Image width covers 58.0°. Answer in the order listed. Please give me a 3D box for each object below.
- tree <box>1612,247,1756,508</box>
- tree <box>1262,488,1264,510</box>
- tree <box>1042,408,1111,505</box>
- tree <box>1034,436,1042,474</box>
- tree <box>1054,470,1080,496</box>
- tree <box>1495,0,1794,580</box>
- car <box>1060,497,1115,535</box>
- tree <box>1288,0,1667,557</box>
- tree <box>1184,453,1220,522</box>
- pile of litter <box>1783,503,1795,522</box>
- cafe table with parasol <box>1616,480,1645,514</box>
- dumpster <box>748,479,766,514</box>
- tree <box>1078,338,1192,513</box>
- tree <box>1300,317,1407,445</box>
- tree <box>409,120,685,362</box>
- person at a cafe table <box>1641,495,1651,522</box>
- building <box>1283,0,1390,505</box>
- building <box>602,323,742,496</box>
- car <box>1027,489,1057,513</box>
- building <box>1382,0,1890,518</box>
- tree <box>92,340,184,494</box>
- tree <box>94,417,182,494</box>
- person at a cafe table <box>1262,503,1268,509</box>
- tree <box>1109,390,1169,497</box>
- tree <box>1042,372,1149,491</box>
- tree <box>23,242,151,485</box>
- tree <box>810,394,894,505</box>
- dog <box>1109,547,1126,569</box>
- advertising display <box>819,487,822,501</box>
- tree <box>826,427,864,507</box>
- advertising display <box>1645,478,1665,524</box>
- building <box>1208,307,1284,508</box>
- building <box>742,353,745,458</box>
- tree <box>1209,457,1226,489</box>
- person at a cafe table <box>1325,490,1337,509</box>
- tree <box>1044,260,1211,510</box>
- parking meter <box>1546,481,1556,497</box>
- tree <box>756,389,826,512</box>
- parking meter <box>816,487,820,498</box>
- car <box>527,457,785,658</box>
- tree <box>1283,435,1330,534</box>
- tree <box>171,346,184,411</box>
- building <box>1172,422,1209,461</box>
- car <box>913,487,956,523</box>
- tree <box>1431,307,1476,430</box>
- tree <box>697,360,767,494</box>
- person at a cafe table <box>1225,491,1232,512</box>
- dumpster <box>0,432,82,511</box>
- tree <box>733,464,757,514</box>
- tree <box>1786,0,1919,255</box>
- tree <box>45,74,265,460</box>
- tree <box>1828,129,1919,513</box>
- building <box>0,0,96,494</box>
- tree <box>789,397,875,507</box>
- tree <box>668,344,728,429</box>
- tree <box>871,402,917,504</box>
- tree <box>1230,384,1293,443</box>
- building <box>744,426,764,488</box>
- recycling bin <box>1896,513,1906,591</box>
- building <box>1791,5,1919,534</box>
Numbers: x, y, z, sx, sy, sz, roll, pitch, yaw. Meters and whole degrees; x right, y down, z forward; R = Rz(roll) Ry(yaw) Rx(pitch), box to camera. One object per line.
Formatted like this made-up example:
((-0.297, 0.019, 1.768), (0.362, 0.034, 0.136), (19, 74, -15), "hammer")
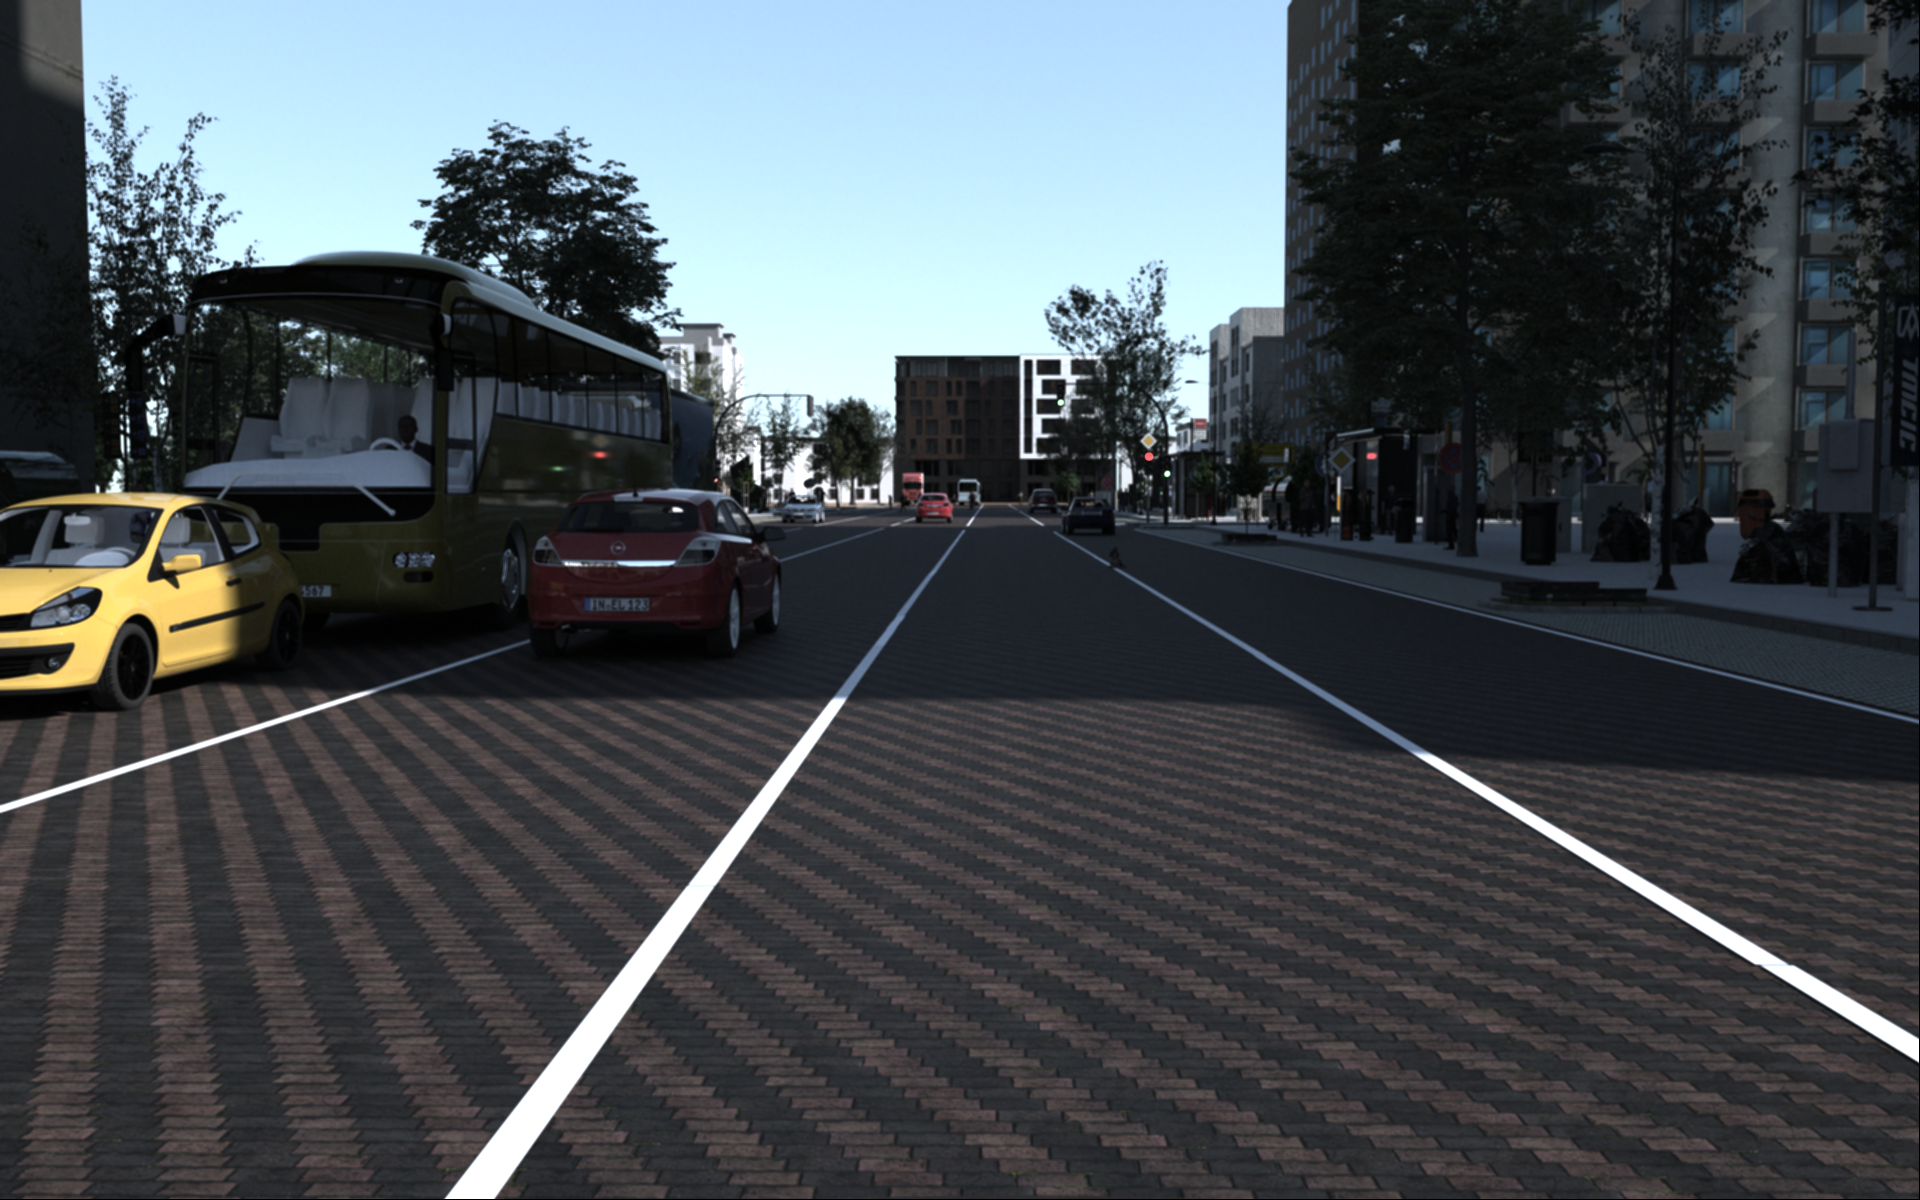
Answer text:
((21.148, -6.118, 50.398), (4.737, 8.622, 4.395), (0, 3, 0), "tree")
((24.827, -9.726, 142.726), (4.285, 4.588, 4.351), (0, 3, 0), "tree")
((13.229, -15.527, 188.280), (7.601, 10.594, 8.767), (0, 4, 6), "tree")
((12.583, -16.489, 203.999), (7.601, 10.594, 8.767), (1, 4, 22), "tree")
((13.456, -14.251, 216.711), (4.285, 4.588, 4.351), (0, 3, 0), "tree")
((10.415, -4.625, 25.983), (4.360, 8.622, 3.978), (0, 3, 0), "tree")
((4.606, -3.043, 62.337), (1.945, 1.354, 3.894), (0, 3, 0), "car")
((10.110, -7.180, 35.523), (7.486, 12.596, 7.792), (0, 3, 0), "tree")
((11.139, -5.243, 80.327), (1.663, 3.219, 1.824), (0, 3, 0), "tree")
((38.073, -3.970, 78.881), (1.176, 0.858, 1.719), (3, 4, 38), "pile of litter")
((32.542, -4.897, 84.924), (2.610, 1.966, 2.610), (0, 4, 8), "cafe table with parasol")
((-13.695, -6.842, 114.365), (1.502, 2.255, 1.985), (0, 4, 1), "dumpster")
((11.624, -11.575, 115.003), (9.928, 11.665, 9.643), (0, 3, 0), "tree")
((15.711, -7.255, 68.987), (4.737, 8.622, 4.395), (0, 3, 0), "tree")
((-14.042, -9.298, 58.679), (9.857, 13.997, 8.962), (0, 3, 0), "tree")
((32.043, -4.314, 81.392), (1.698, 1.238, 1.726), (0, 4, 6), "person at a cafe table")
((35.118, -30.202, 143.913), (14.600, 45.320, 14.200), (0, 4, 1), "building")
((-32.996, -20.366, 189.410), (16.016, 20.091, 11.380), (0, 4, 1), "building")
((6.179, -7.420, 129.985), (2.281, 1.827, 5.304), (0, 4, 0), "car")
((40.452, -29.534, 102.496), (30.456, 49.044, 23.786), (0, 4, 1), "building")
((-65.104, -14.820, 144.134), (13.155, 14.587, 18.604), (0, 4, 0), "tree")
((-61.537, -10.054, 127.284), (20.602, 7.101, 11.467), (0, 4, -6), "tree")
((19.975, -6.088, 110.401), (1.698, 1.238, 1.726), (-1, 4, -13), "person at a cafe table")
((12.801, -10.594, 123.571), (4.737, 8.622, 4.395), (0, 3, 0), "tree")
((13.533, -15.738, 167.689), (12.009, 13.543, 11.850), (0, 3, 0), "tree")
((-23.842, -6.050, 49.287), (4.737, 8.622, 4.395), (0, 3, 0), "tree")
((-12.303, -17.179, 197.890), (9.611, 12.733, 9.660), (0, 3, 0), "tree")
((3.105, -0.825, 33.679), (0.748, 0.427, 0.550), (-3, 5, -40), "dog")
((-12.374, -8.955, 151.632), (0.123, 1.923, 0.974), (-2, 4, -28), "advertising display")
((-12.067, -13.933, 178.162), (4.737, 8.622, 4.395), (0, 3, 0), "tree")
((27.329, -3.828, 67.799), (0.974, 1.923, 0.123), (0, 4, 3), "advertising display")
((35.089, -18.703, 172.244), (16.747, 18.905, 31.486), (0, 4, 1), "building")
((-33.170, -21.089, 201.228), (16.016, 20.091, 11.380), (0, 4, 1), "building")
((21.403, -10.101, 148.872), (4.285, 4.588, 4.351), (0, 3, 0), "tree")
((22.216, -5.678, 101.344), (1.622, 1.524, 1.698), (0, 4, 3), "person at a cafe table")
((13.728, -17.346, 139.496), (12.611, 20.169, 13.585), (0, 3, 0), "tree")
((27.303, -4.546, 80.043), (0.399, 1.863, 0.255), (-3, 4, -36), "parking meter")
((-12.640, -10.503, 122.083), (4.737, 8.622, 4.395), (0, 3, 0), "tree")
((-12.360, -8.862, 150.606), (0.255, 1.863, 0.399), (-1, 4, -10), "parking meter")
((-2.817, -0.467, 16.683), (2.155, 1.783, 4.494), (0, 4, 2), "car")
((11.459, -3.792, 56.608), (1.663, 3.219, 1.824), (0, 3, 0), "tree")
((-43.134, -10.832, 102.862), (9.928, 11.665, 9.643), (0, 3, 0), "tree")
((31.127, -15.913, 202.323), (9.099, 9.664, 28.070), (0, 4, 1), "building")
((-1.291, -4.781, 87.203), (2.155, 1.783, 4.494), (0, 4, 1), "car")
((18.502, -6.818, 61.833), (4.360, 8.622, 3.978), (0, 3, 0), "tree")
((-12.833, -8.879, 95.539), (4.360, 8.622, 3.978), (0, 3, 0), "tree")
((19.272, -7.156, 125.509), (1.698, 1.524, 1.622), (-1, 4, -17), "person at a cafe table")
((-15.026, -1.513, 27.224), (1.502, 2.255, 1.985), (0, 4, 1), "dumpster")
((-13.783, -7.162, 111.700), (1.663, 3.219, 1.824), (0, 3, 0), "tree")
((9.857, -4.780, 12.566), (8.767, 10.594, 7.601), (0, 4, -3), "tree")
((-14.361, -4.923, 30.847), (4.360, 8.622, 3.978), (0, 3, 0), "tree")
((18.975, -5.117, 34.023), (4.737, 8.622, 4.395), (0, 3, 0), "tree")
((-39.623, -25.839, 46.172), (21.600, 48.544, 21.300), (0, 4, 1), "building")
((-11.903, -14.177, 166.198), (8.767, 10.594, 7.601), (-3, 5, -39), "tree")
((-13.310, -8.204, 84.504), (4.737, 8.622, 4.395), (0, 3, 0), "tree")
((-10.862, -19.627, 231.270), (12.009, 13.543, 11.850), (0, 3, 0), "tree")
((20.157, -10.150, 116.321), (4.360, 8.622, 3.978), (0, 3, 0), "tree")
((-39.027, -16.581, 213.251), (28.070, 9.664, 9.099), (0, 4, 1), "building")
((12.796, -0.618, 22.660), (0.722, 1.027, 0.722), (0, 3, 0), "recycling bin")
((34.966, -30.476, 40.277), (21.231, 58.520, 28.212), (0, 4, 1), "building")
